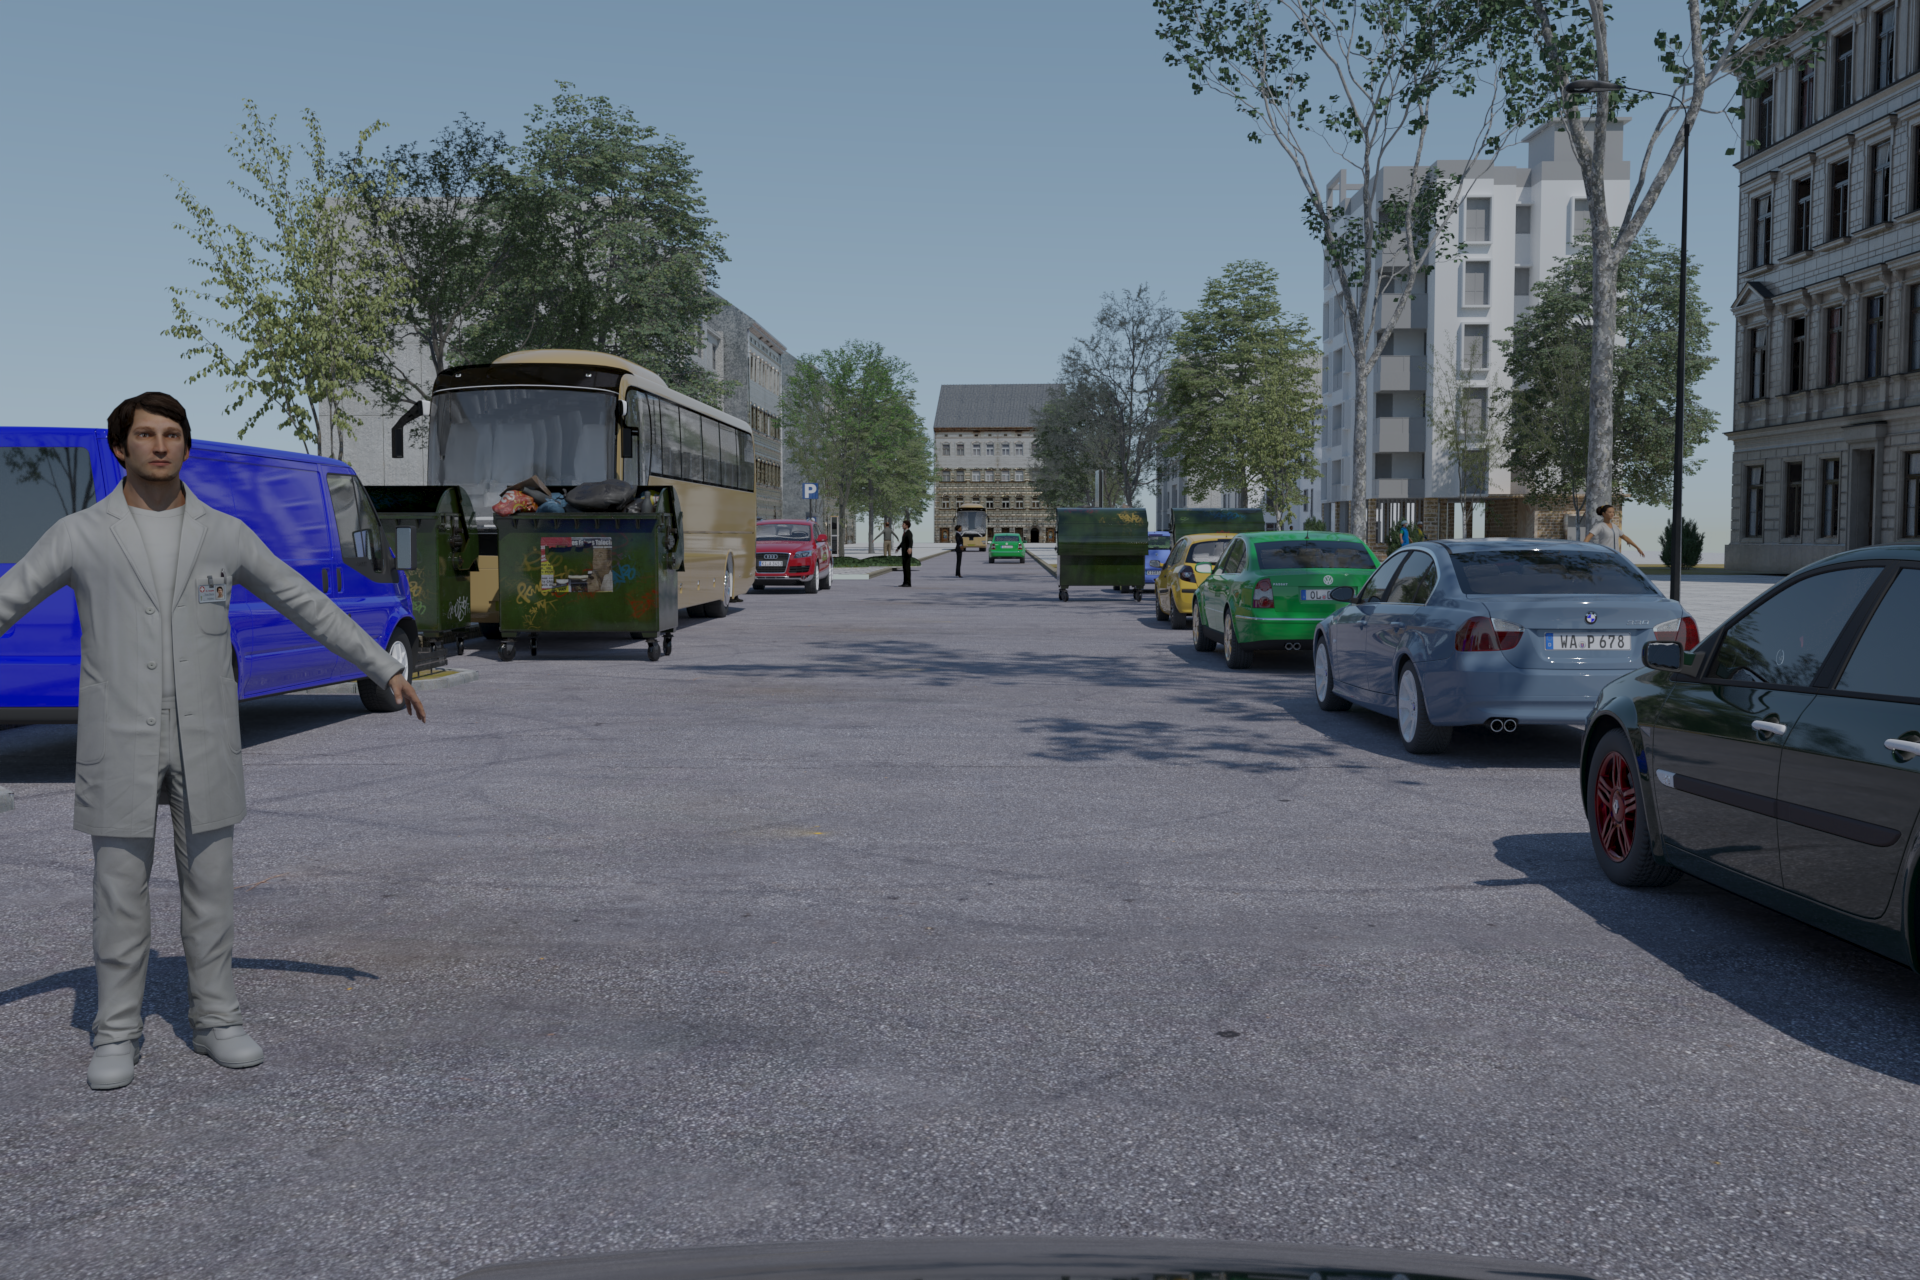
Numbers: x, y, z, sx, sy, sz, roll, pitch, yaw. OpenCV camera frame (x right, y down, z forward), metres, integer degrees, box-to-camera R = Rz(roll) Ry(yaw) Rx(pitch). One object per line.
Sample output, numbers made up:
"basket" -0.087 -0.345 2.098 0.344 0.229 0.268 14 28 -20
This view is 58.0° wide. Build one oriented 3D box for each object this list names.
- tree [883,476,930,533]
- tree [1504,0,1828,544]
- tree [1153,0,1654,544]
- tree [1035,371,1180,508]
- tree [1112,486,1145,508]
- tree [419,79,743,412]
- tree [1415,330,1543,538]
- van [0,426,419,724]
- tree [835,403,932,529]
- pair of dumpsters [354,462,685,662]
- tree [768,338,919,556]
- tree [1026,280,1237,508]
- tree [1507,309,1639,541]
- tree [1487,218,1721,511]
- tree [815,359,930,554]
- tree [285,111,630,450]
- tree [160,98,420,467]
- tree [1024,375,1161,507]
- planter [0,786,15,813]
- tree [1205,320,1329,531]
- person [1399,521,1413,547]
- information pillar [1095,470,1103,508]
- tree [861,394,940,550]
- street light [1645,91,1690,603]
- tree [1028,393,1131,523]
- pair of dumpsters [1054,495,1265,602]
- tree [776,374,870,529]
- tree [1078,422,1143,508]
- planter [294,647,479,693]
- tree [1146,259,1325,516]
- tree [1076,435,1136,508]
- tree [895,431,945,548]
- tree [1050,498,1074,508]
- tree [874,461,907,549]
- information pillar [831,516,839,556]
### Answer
"tree" -7.689 -20.410 251.826 7.486 12.596 7.792 0 3 0
"tree" 11.086 -10.394 25.829 12.611 20.169 13.585 0 3 0
"tree" 11.834 -11.538 44.530 12.611 20.169 13.585 0 3 0
"tree" 8.676 -10.007 98.031 8.767 10.594 7.601 -1 4 -18
"tree" 23.243 -19.283 249.684 7.601 10.594 8.767 0 4 7
"tree" -11.023 -8.808 50.658 9.857 13.997 8.962 0 3 0
"tree" 18.161 -6.873 62.742 4.360 8.622 3.978 0 3 0
"van" -5.494 -0.481 12.242 2.240 2.365 5.245 0 4 1
"tree" -5.611 -12.403 128.549 9.928 11.665 9.643 0 3 0
"pair of dumpsters" -5.466 -0.913 19.871 4.436 2.255 1.574 0 4 2
"tree" -6.072 -10.091 90.747 9.928 11.665 9.643 0 3 0
"tree" 8.346 -10.662 84.694 12.009 13.543 11.850 0 3 0
"tree" 20.271 -6.478 56.279 4.360 8.622 3.978 0 3 0
"tree" 26.581 -10.066 71.236 9.857 13.997 8.962 0 3 0
"tree" -5.734 -11.849 111.854 7.486 12.596 7.792 0 3 0
"tree" -10.746 -6.304 37.486 8.767 10.594 7.601 1 4 23
"tree" -10.940 -4.822 29.199 4.737 8.622 4.395 0 3 0
"tree" 9.952 -13.457 130.394 12.009 13.543 11.850 0 3 0
"planter" -5.926 0.770 8.550 1.991 0.319 1.994 0 4 1
"tree" 10.653 -6.629 58.739 4.737 8.622 4.395 0 3 0
"person" 17.676 -3.833 68.790 0.704 1.817 1.347 2 4 31
"information pillar" 5.144 -4.452 64.105 0.184 3.620 1.656 0 4 0
"tree" -5.444 -13.456 138.131 7.486 12.596 7.792 0 3 0
"street light" 7.971 -2.770 17.835 1.470 5.913 1.316 0 4 1
"tree" 10.348 -14.824 149.024 9.857 13.997 8.962 0 3 0
"pair of dumpsters" 4.228 -1.961 37.015 4.436 2.255 1.574 0 4 0
"tree" -6.816 -7.921 79.879 4.360 8.622 3.978 0 3 0
"tree" 8.895 -9.597 107.271 4.360 8.622 3.978 0 3 0
"planter" -5.741 0.280 16.569 1.991 0.319 1.994 0 4 2
"tree" 11.513 -9.429 72.296 7.486 12.596 7.792 0 3 0
"tree" 9.345 -10.290 118.600 4.360 8.622 3.978 0 3 0
"tree" -4.886 -14.360 160.549 9.928 11.665 9.643 0 3 0
"tree" 10.142 -12.742 158.695 4.737 8.622 4.395 0 3 0
"tree" -5.706 -12.030 147.045 4.737 8.622 4.395 0 3 0
"information pillar" -5.131 -4.066 70.978 0.304 2.012 0.304 0 4 2
